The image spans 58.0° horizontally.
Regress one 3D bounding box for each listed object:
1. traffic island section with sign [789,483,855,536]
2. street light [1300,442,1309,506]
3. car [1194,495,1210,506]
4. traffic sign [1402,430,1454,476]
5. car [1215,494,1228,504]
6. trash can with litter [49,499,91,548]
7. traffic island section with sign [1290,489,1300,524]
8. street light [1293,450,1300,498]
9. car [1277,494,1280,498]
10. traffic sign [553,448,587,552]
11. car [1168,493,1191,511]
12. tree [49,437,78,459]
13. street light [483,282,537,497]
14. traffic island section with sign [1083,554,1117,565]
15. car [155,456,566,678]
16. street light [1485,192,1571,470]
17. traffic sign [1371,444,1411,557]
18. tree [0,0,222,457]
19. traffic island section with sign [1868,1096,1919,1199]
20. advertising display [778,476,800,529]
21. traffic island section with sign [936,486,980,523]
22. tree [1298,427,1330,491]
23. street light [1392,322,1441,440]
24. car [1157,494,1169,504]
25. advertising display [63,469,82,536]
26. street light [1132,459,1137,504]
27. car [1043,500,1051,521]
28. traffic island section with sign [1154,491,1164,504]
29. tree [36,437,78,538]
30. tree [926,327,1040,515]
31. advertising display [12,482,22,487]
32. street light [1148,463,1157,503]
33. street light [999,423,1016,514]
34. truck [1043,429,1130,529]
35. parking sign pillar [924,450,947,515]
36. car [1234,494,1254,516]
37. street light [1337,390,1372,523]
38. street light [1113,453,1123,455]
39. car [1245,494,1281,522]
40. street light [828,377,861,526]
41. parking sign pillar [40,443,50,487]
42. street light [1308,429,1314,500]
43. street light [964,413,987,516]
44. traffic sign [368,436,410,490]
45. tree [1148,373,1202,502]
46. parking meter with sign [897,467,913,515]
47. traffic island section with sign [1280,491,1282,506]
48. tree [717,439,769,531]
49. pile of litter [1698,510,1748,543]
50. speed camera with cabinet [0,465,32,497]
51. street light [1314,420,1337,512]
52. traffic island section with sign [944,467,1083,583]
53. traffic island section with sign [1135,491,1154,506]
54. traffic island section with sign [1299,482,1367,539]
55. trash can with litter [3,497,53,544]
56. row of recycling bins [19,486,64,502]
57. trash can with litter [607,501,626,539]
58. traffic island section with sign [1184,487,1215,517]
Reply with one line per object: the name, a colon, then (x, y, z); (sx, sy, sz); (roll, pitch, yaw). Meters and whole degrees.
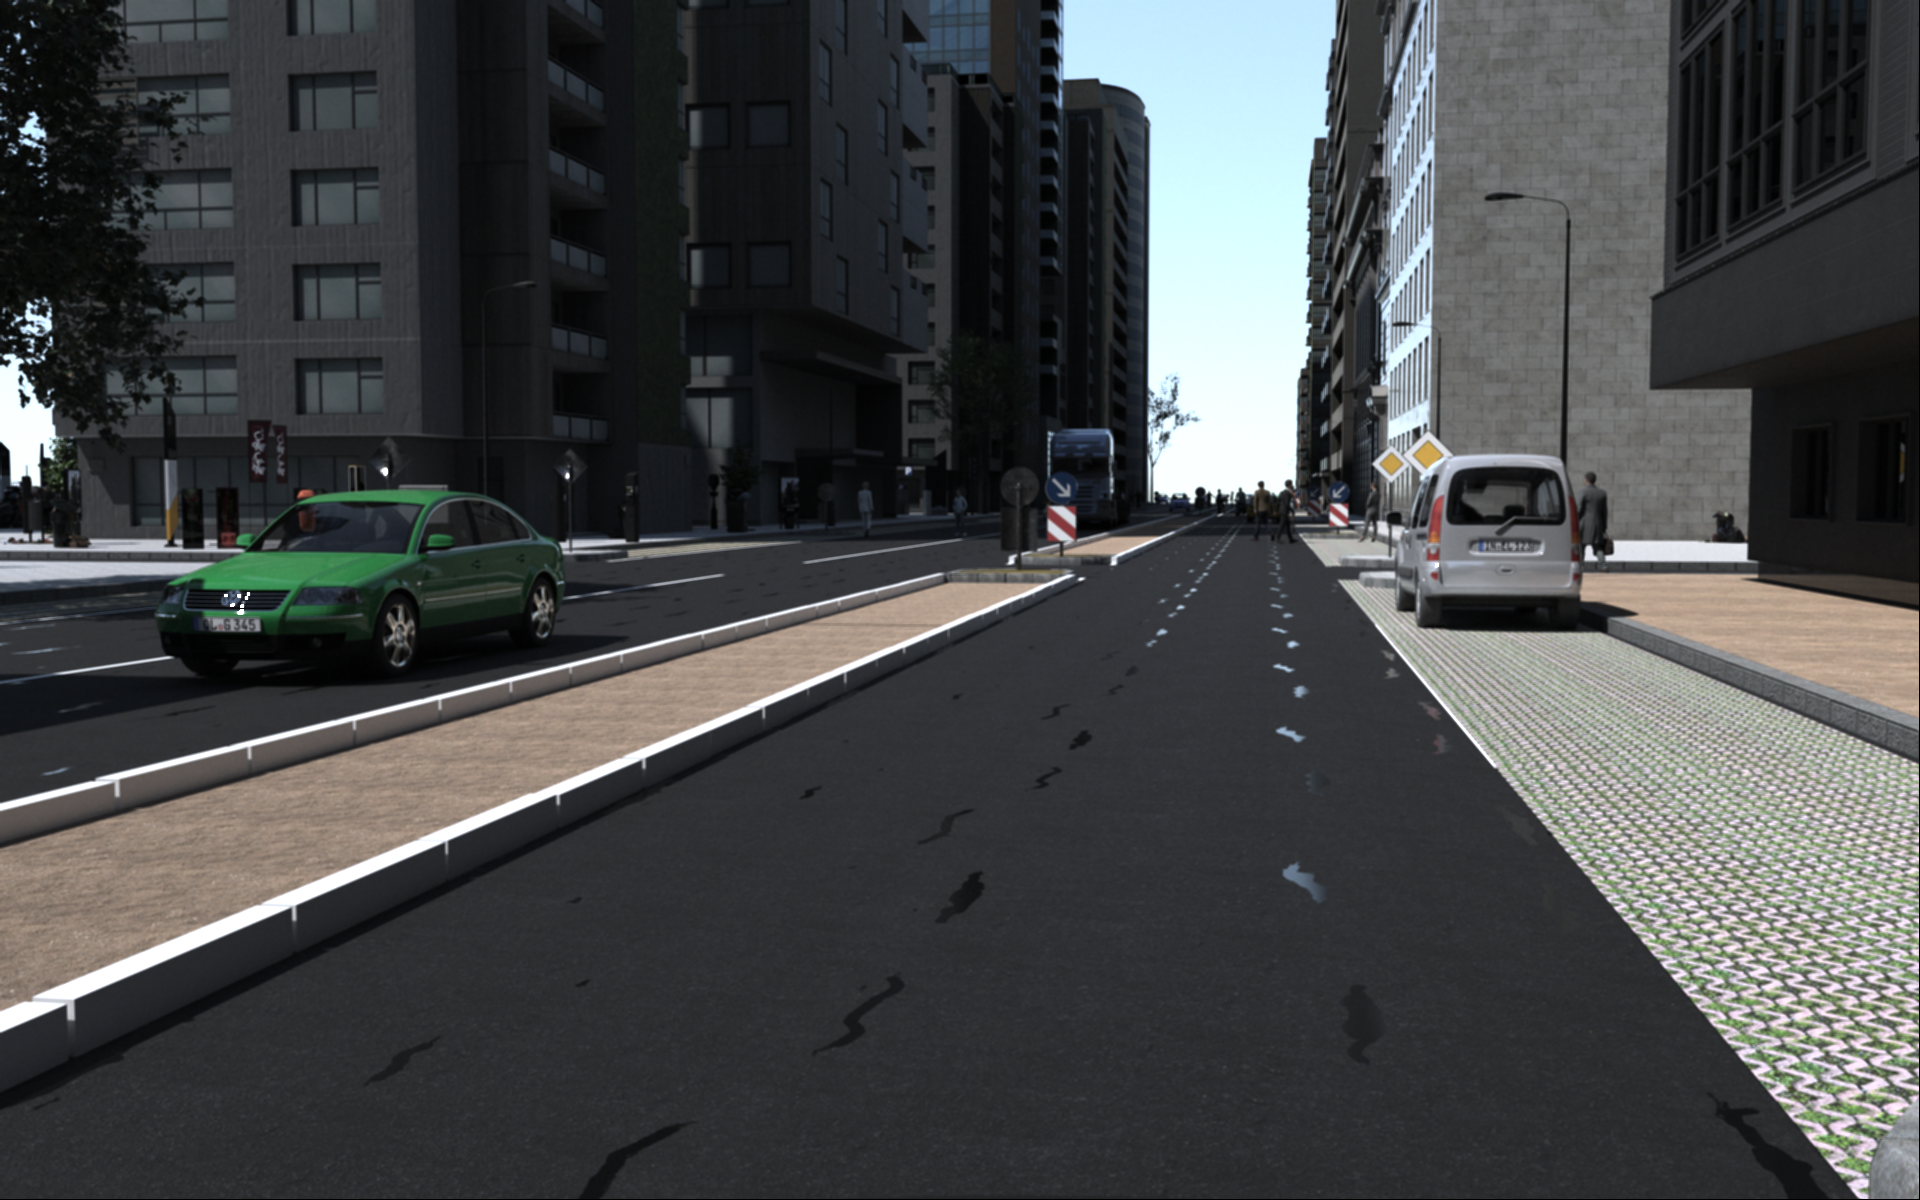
traffic island section with sign: (-4.714, -3.147, 60.086); (1.989, 1.847, 2.006); (1, 4, 10)
street light: (31.121, -11.067, 153.493); (1.470, 5.913, 1.316); (1, 4, 10)
car: (29.480, -12.098, 210.168); (2.083, 1.381, 4.827); (1, 4, 11)
traffic sign: (7.321, -1.438, 27.153); (0.795, 2.450, 0.064); (1, 4, 10)
car: (39.239, -15.350, 259.762); (1.959, 1.807, 4.718); (1, 4, 9)
trash can with litter: (-21.220, -1.836, 41.399); (1.055, 1.170, 0.624); (1, 4, 23)
traffic island section with sign: (16.970, -4.588, 83.647); (1.989, 1.847, 2.006); (1, 4, 10)
street light: (36.489, -12.942, 184.137); (1.470, 5.913, 1.316); (1, 4, 10)
car: (46.308, -14.671, 248.674); (1.959, 1.807, 4.718); (1, 4, 10)
traffic sign: (-8.568, -2.106, 38.073); (0.795, 2.450, 0.064); (1, 4, 10)
car: (18.850, -8.501, 148.580); (1.945, 1.707, 3.694); (1, 4, 8)
tree: (-36.649, -5.486, 73.417); (4.285, 4.588, 4.351); (0, 3, 0)
street light: (-9.933, -4.012, 38.129); (1.470, 5.913, 1.316); (1, 4, 10)
traffic island section with sign: (2.183, -1.698, 35.897); (2.006, 1.907, 1.989); (1, 4, 10)
car: (-4.999, -0.380, 15.006); (1.959, 1.807, 4.718); (1, 4, 10)
street light: (8.764, -3.313, 26.706); (1.470, 5.913, 1.316); (1, 4, 10)
traffic sign: (8.707, -1.919, 35.018); (0.795, 2.450, 0.064); (1, 4, 10)
tree: (-14.132, -6.391, 21.493); (9.611, 12.733, 9.660); (0, 3, 0)
traffic island section with sign: (2.713, 0.356, 2.802); (1.989, 1.847, 2.006); (1, 4, 10)
advertising display: (-6.220, -3.541, 63.117); (0.123, 1.923, 0.974); (3, 5, 41)
traffic island section with sign: (-0.030, -4.771, 86.632); (1.989, 1.847, 2.006); (1, 4, 10)
tree: (39.347, -14.773, 191.908); (4.360, 8.622, 3.978); (0, 3, 0)
street light: (12.340, -4.537, 46.727); (1.470, 5.913, 1.316); (1, 4, 10)
car: (29.666, -14.947, 253.967); (1.945, 1.707, 3.694); (1, 4, 12)
advertising display: (-22.612, -2.381, 44.147); (0.123, 1.923, 0.974); (-1, 4, -9)
street light: (23.174, -15.519, 226.277); (1.470, 5.913, 1.316); (1, 4, 10)
car: (5.463, -5.013, 92.182); (2.015, 1.641, 3.980); (1, 4, 9)
traffic island section with sign: (27.798, -14.428, 244.529); (1.989, 1.847, 2.006); (1, 4, 10)
tree: (-26.398, -3.452, 51.044); (1.663, 3.219, 1.824); (0, 3, 0)
tree: (1.412, -11.197, 108.822); (9.928, 11.665, 9.643); (0, 3, 0)
advertising display: (-50.254, -5.329, 92.350); (0.974, 1.923, 0.123); (3, 5, 39)
street light: (28.532, -17.393, 256.922); (1.470, 5.913, 1.316); (1, 4, 10)
street light: (3.282, -8.631, 113.650); (1.470, 5.913, 1.316); (1, 4, 10)
truck: (5.974, -5.360, 77.387); (2.967, 4.110, 18.799); (1, 4, 8)
parking sign pillar: (-1.492, -7.081, 104.254); (1.447, 3.967, 1.447); (-1, 4, -15)
car: (18.928, -6.194, 113.069); (2.131, 1.459, 4.920); (1, 4, 10)
street light: (17.699, -6.412, 77.372); (1.470, 5.913, 1.316); (1, 4, 10)
street light: (17.723, -13.646, 195.648); (1.470, 5.913, 1.316); (1, 4, 10)
car: (15.653, -4.818, 88.990); (2.015, 1.641, 3.980); (1, 4, 12)
street light: (-4.593, -5.886, 68.778); (1.470, 5.913, 1.316); (1, 4, 10)
parking sign pillar: (-48.728, -6.348, 92.258); (1.447, 3.967, 1.447); (-2, 4, -31)
street light: (25.673, -9.194, 122.864); (1.470, 5.913, 1.316); (1, 4, 10)
street light: (0.832, -7.760, 99.411); (1.470, 5.913, 1.316); (1, 4, 10)
traffic sign: (-9.954, -1.625, 30.208); (0.795, 2.450, 0.064); (1, 4, 10)
tree: (31.184, -25.246, 268.662); (12.611, 20.169, 13.585); (0, 3, 0)
parking meter with sign: (-3.591, -6.909, 109.229); (0.543, 3.016, 1.738); (2, 4, 24)
traffic island section with sign: (25.745, -7.631, 133.397); (1.989, 1.847, 2.006); (1, 4, 10)
tree: (-7.760, -4.040, 60.658); (1.663, 3.219, 1.824); (0, 3, 0)
pile of litter: (20.386, -1.949, 45.838); (1.176, 0.858, 1.719); (-1, 4, -11)
speed camera with cabinet: (-63.613, -7.495, 116.879); (2.038, 3.252, 0.660); (1, 4, 20)
street light: (23.020, -8.286, 108.024); (1.470, 5.913, 1.316); (1, 4, 10)
traffic island section with sign: (0.887, -1.252, 28.604); (2.006, 1.907, 1.989); (1, 4, 10)
traffic island section with sign: (23.041, -12.779, 217.558); (1.989, 1.847, 2.006); (1, 4, 10)
traffic island section with sign: (12.084, -2.892, 55.916); (1.989, 1.847, 2.006); (1, 4, 10)
trash can with litter: (-24.249, -2.086, 45.164); (2.233, 1.210, 1.678); (2, 4, 27)
row of recycling bins: (-52.963, -5.701, 100.317); (1.069, 1.692, 3.534); (0, 4, 5)
trash can with litter: (-9.718, -2.343, 49.693); (1.055, 1.170, 0.624); (3, 4, 37)
traffic island section with sign: (15.220, -6.224, 109.901); (2.006, 1.907, 1.989); (1, 4, 10)
